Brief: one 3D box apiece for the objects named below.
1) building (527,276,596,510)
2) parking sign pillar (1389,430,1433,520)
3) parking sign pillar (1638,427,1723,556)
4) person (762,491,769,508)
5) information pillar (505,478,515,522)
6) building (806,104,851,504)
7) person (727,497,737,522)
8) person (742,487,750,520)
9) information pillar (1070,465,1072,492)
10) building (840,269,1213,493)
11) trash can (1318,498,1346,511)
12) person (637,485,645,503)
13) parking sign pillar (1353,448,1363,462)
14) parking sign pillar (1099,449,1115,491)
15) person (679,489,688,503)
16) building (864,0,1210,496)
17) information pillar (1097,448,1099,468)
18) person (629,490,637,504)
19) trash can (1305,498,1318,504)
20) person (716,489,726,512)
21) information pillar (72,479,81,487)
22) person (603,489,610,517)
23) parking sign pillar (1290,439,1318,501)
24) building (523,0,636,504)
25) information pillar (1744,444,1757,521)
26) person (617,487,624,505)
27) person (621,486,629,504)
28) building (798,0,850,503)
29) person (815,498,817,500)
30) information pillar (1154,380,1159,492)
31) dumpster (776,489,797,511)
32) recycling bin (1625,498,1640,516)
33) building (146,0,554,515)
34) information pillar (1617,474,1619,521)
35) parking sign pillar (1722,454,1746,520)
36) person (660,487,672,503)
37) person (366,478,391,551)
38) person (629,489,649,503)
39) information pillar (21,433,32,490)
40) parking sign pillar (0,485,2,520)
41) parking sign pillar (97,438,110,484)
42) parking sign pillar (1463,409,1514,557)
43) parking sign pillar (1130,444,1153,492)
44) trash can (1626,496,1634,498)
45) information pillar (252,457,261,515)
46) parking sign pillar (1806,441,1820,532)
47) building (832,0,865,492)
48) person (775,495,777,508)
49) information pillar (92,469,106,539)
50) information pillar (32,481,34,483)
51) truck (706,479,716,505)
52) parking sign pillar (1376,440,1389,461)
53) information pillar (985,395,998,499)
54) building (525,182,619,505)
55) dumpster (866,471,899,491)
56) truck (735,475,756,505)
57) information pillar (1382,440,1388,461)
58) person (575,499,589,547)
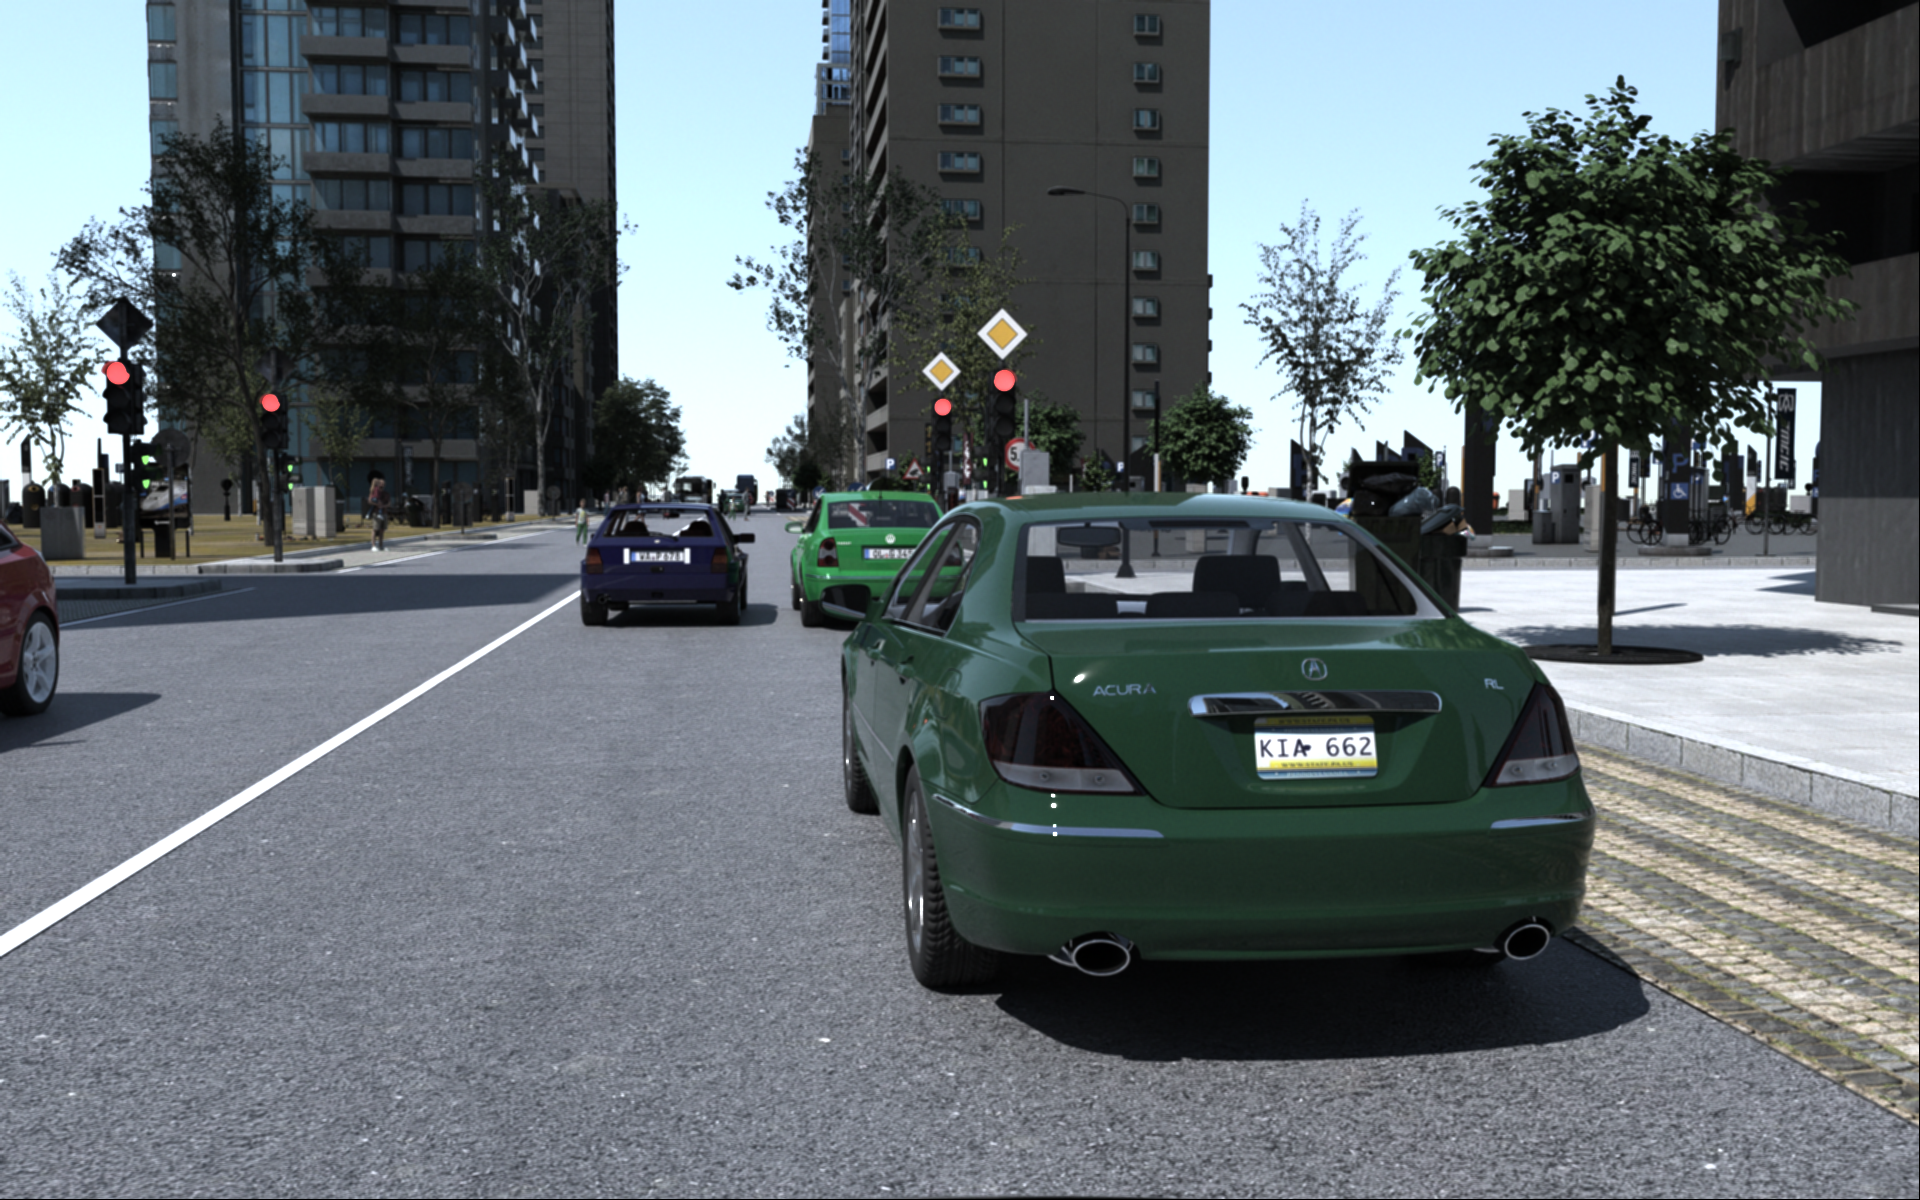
[{"bbox_3d":[-47.052,-18.670,150.293,27.650,21.520,28.899,0,4,-7],"label":"building"},{"bbox_3d":[19.005,-5.117,72.142,1.447,3.967,1.447,3,5,44],"label":"parking sign pillar"},{"bbox_3d":[15.063,-2.930,36.380,1.447,3.967,1.447,1,4,17],"label":"parking sign pillar"},{"bbox_3d":[-20.199,-10.467,180.160,0.750,1.759,0.617,0,4,-1],"label":"person"},{"bbox_3d":[-20.845,-4.633,80.242,0.304,2.012,0.304,-2,4,-35],"label":"information pillar"},{"bbox_3d":[-7.720,-36.040,212.961,21.300,48.544,21.600,0,4,-7],"label":"building"},{"bbox_3d":[-11.807,-4.711,89.773,0.590,1.304,0.306,2,4,35],"label":"person"},{"bbox_3d":[-11.661,-5.256,94.542,0.391,1.810,0.635,0,4,2],"label":"person"},{"bbox_3d":[4.709,-5.020,73.430,0.183,3.616,0.504,0,4,1],"label":"information pillar"},{"bbox_3d":[4.326,-18.592,149.016,27.650,21.520,28.899,0,4,-7],"label":"building"},{"bbox_3d":[13.101,-2.978,60.341,0.748,1.137,0.748,0,3,0],"label":"trash can"},{"bbox_3d":[-14.033,-4.115,75.866,0.778,1.811,0.616,1,4,8],"label":"person"},{"bbox_3d":[23.801,-6.994,102.830,1.447,3.967,1.447,3,4,39],"label":"parking sign pillar"},{"bbox_3d":[8.671,-7.002,102.955,1.447,3.967,1.447,-2,4,-28],"label":"parking sign pillar"},{"bbox_3d":[-21.994,-7.893,137.559,0.705,1.824,1.348,1,4,19],"label":"person"},{"bbox_3d":[4.653,-30.474,121.947,21.300,48.544,21.600,0,4,-7],"label":"building"},{"bbox_3d":[6.965,-5.879,87.476,0.183,3.616,0.504,1,4,8],"label":"information pillar"},{"bbox_3d":[-22.529,-6.805,120.486,0.721,1.735,1.217,3,5,43],"label":"person"},{"bbox_3d":[13.267,-3.249,64.773,0.748,1.137,0.748,0,3,0],"label":"trash can"},{"bbox_3d":[-18.593,-7.754,135.266,0.705,1.826,1.348,1,4,23],"label":"person"},{"bbox_3d":[-43.548,-4.949,85.409,0.304,2.012,0.304,0,4,-8],"label":"information pillar"},{"bbox_3d":[-21.937,-6.003,107.485,0.643,1.720,0.563,-2,4,-35],"label":"person"},{"bbox_3d":[16.779,-5.870,84.448,1.447,3.967,1.447,-1,4,-15],"label":"parking sign pillar"},{"bbox_3d":[-52.876,-48.069,224.177,20.563,71.187,20.611,0,4,-7],"label":"building"},{"bbox_3d":[37.038,-5.488,81.079,0.183,3.616,0.504,-2,4,-26],"label":"information pillar"},{"bbox_3d":[-19.582,-5.617,100.309,0.822,1.834,0.622,-3,4,-37],"label":"person"},{"bbox_3d":[-14.344,-3.980,74.114,0.362,1.759,0.519,0,4,2],"label":"person"},{"bbox_3d":[-12.103,-57.451,251.995,22.319,86.520,31.000,0,4,-7],"label":"building"},{"bbox_3d":[-8.079,-5.189,97.610,0.475,1.303,0.640,-2,4,-24],"label":"person"},{"bbox_3d":[4.027,-2.699,35.491,0.183,3.616,0.504,0,4,6],"label":"information pillar"},{"bbox_3d":[-15.059,-8.674,150.037,1.865,1.857,1.264,0,4,-8],"label":"dumpster"},{"bbox_3d":[39.168,-5.408,100.969,0.722,1.027,0.722,-3,5,-44],"label":"recycling bin"},{"bbox_3d":[-41.576,-30.622,120.286,23.786,49.044,30.456,0,4,-7],"label":"building"},{"bbox_3d":[24.290,-3.667,64.452,0.304,2.012,0.304,0,4,4],"label":"information pillar"},{"bbox_3d":[39.001,-6.030,87.070,1.447,3.967,1.447,1,4,13],"label":"parking sign pillar"},{"bbox_3d":[-16.630,-5.465,97.954,0.679,1.850,0.850,-1,4,-18],"label":"person"},{"bbox_3d":[-14.599,-2.141,43.476,0.573,1.828,0.580,0,4,-5],"label":"person"},{"bbox_3d":[-20.343,-6.191,109.810,1.348,1.812,0.705,0,4,4],"label":"person"},{"bbox_3d":[-36.068,-4.624,66.953,0.504,3.616,0.183,2,4,26],"label":"information pillar"},{"bbox_3d":[-18.604,-2.675,32.207,1.447,3.967,1.447,2,4,28],"label":"parking sign pillar"},{"bbox_3d":[-41.401,-5.823,83.686,1.447,3.967,1.447,-2,4,-28],"label":"parking sign pillar"},{"bbox_3d":[10.670,-2.884,35.624,1.447,3.967,1.447,1,4,8],"label":"parking sign pillar"},{"bbox_3d":[8.515,-5.630,80.515,1.447,3.967,1.447,0,4,2],"label":"parking sign pillar"},{"bbox_3d":[44.879,-6.371,115.823,0.748,1.137,0.748,0,3,0],"label":"trash can"},{"bbox_3d":[-42.389,-6.915,104.408,0.504,3.616,0.183,-3,5,-40],"label":"information pillar"},{"bbox_3d":[29.888,-4.339,59.418,1.447,3.967,1.447,-1,4,-23],"label":"parking sign pillar"},{"bbox_3d":[-2.232,-44.852,171.579,20.563,71.187,20.611,0,4,-7],"label":"building"},{"bbox_3d":[-18.692,-10.298,177.816,0.756,1.711,0.436,-3,4,-37],"label":"person"},{"bbox_3d":[-24.848,-2.783,49.996,0.304,2.012,0.304,-1,4,-22],"label":"information pillar"},{"bbox_3d":[-50.905,-5.534,94.971,0.304,2.012,0.304,-2,4,-29],"label":"information pillar"},{"bbox_3d":[-33.615,-14.067,225.916,3.469,3.379,9.791,-1,4,-8],"label":"truck"},{"bbox_3d":[21.122,-5.918,85.229,1.447,3.967,1.447,1,4,14],"label":"parking sign pillar"},{"bbox_3d":[0.788,-3.035,40.977,0.504,3.616,0.183,-3,5,-39],"label":"information pillar"},{"bbox_3d":[-56.115,-31.217,202.278,32.217,40.220,23.993,0,4,-7],"label":"building"},{"bbox_3d":[-3.227,-4.346,73.545,1.502,2.255,1.985,0,4,-7],"label":"dumpster"},{"bbox_3d":[-29.248,-15.040,235.663,2.967,4.110,18.799,0,4,-6],"label":"truck"},{"bbox_3d":[18.469,-5.135,75.317,0.183,3.616,0.504,2,4,34],"label":"information pillar"},{"bbox_3d":[-10.205,-2.079,46.741,0.306,1.304,0.590,-2,4,-35],"label":"person"}]
